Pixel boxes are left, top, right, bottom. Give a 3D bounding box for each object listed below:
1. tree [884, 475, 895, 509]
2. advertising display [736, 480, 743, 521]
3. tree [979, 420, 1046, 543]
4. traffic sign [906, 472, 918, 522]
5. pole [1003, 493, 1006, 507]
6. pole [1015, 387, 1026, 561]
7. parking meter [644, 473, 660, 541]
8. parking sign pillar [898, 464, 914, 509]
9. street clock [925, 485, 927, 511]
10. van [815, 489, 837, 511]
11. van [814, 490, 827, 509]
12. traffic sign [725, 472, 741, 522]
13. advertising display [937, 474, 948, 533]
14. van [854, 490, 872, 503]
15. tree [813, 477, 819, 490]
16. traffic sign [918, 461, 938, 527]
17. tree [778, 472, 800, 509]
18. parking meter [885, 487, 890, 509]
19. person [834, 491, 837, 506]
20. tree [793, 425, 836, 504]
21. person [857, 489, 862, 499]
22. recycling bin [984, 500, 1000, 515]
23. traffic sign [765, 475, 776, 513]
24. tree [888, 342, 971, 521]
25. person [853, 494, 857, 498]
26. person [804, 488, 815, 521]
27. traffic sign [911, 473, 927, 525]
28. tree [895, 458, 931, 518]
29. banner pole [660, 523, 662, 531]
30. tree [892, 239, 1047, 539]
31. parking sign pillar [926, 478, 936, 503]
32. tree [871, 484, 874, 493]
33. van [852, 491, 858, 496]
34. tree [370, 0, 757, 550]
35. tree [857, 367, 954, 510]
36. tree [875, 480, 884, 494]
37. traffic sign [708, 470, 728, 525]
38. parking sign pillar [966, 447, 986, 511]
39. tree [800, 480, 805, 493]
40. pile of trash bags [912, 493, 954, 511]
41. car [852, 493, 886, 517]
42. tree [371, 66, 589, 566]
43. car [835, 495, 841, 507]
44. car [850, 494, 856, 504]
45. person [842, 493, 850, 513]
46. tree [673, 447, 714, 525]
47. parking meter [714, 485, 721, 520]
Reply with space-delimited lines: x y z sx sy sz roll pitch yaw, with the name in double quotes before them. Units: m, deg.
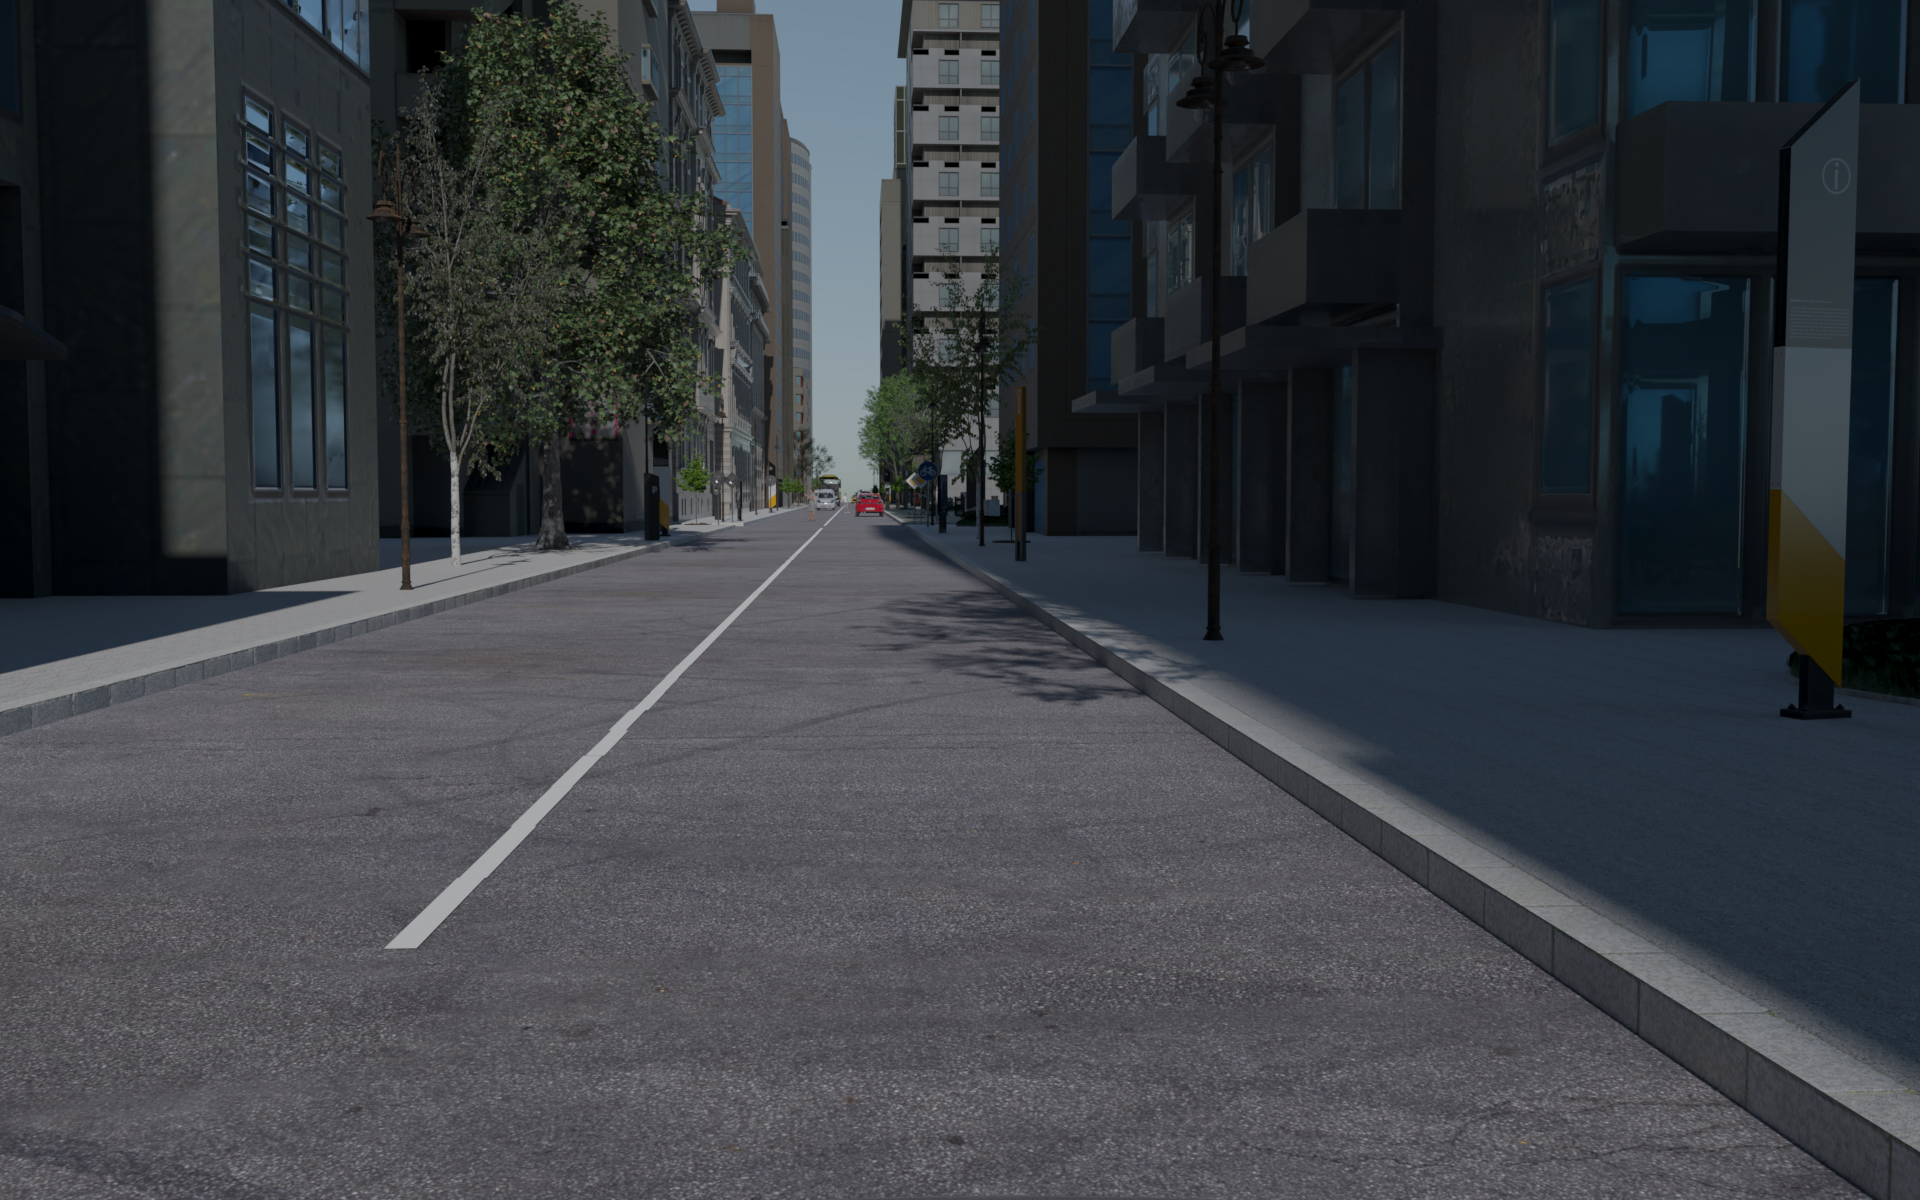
"tree" -5.179 -9.510 150.083 1.663 3.219 1.824 0 3 0
"advertising display" -10.509 -4.728 82.518 0.123 1.923 0.974 -1 4 -17
"tree" 1.382 -3.115 45.525 1.663 3.219 1.824 0 3 0
"traffic sign" -2.082 -4.626 79.277 0.795 2.450 0.064 0 4 -3
"pole" 3.033 -7.593 117.986 0.158 3.312 0.155 0 3 0
"pole" 1.159 -2.394 32.991 0.158 3.312 0.155 0 3 0
"parking meter" -8.490 -2.572 47.756 0.255 1.863 0.399 3 4 39
"parking sign pillar" -4.485 -9.652 146.287 1.447 3.967 1.447 0 4 6
"street clock" -2.597 -7.642 129.523 0.358 2.002 0.471 -1 4 -16
"van" -11.782 -8.888 152.329 2.013 2.044 4.112 0 4 -3
"van" -13.773 -9.889 168.695 2.013 2.044 4.112 0 4 -3
"traffic sign" -10.363 -4.597 78.804 0.795 2.450 0.064 0 4 -3
"advertising display" -0.575 -3.181 57.224 0.123 1.923 0.974 1 4 13
"van" -9.318 -9.865 168.301 2.013 2.044 4.112 0 4 -5
"tree" -25.688 -20.061 311.710 4.285 4.588 4.351 0 3 0
"traffic sign" -1.245 -4.090 66.983 0.768 2.556 0.104 0 3 0
"tree" -15.347 -9.678 152.828 1.663 3.219 1.824 0 3 0
"parking meter" -6.190 -8.675 147.548 0.399 1.863 0.255 0 4 2
"person" -15.159 -12.438 211.496 0.705 1.869 1.348 0 4 -5
"tree" -20.709 -18.150 231.170 8.767 10.594 7.601 -1 4 -11
"person" -8.573 -8.592 148.841 0.638 1.841 0.748 -2 4 -24
"recycling bin" 1.356 -4.126 80.016 0.722 1.027 0.722 -3 4 -36
"traffic sign" -12.699 -7.095 116.113 0.768 2.556 0.104 0 4 0
"tree" -1.200 -8.124 83.191 4.360 8.622 3.978 0 3 0
"person" -13.485 -13.497 229.200 1.348 1.821 0.705 1 4 11
"person" -8.054 -5.130 92.727 0.532 1.782 0.716 -2 4 -33
"traffic sign" -1.605 -4.138 71.307 0.795 2.450 0.064 0 4 -3
"tree" -2.396 -6.027 93.136 1.663 3.219 1.824 0 3 0
"banner pole" -10.206 -4.255 59.583 0.401 3.779 0.863 -3 4 -37
"tree" 0.298 -6.060 49.439 4.737 8.622 4.395 0 3 0
"parking sign pillar" -2.725 -10.051 152.801 1.447 3.967 1.447 0 4 2
"tree" -14.936 -18.990 305.089 1.663 3.219 1.824 0 3 0
"van" -16.329 -16.576 278.035 2.013 2.044 4.112 0 4 -4
"tree" -9.465 -7.502 39.671 9.611 12.733 9.660 0 3 0
"tree" -4.282 -13.111 140.124 9.928 11.665 9.643 0 3 0
"tree" -8.343 -12.624 201.001 1.663 3.219 1.824 0 3 0
"traffic sign" -9.885 -4.110 70.833 0.795 2.450 0.064 0 4 -3
"parking sign pillar" 0.885 -6.620 96.715 1.447 3.967 1.447 -2 4 -35
"tree" -17.547 -11.675 185.480 1.663 3.219 1.824 0 3 0
"pile of trash bags" -1.956 -7.462 131.748 3.447 1.369 1.912 1 4 11
"car" -5.799 -6.225 110.812 2.155 1.783 4.494 0 4 -4
"tree" -8.820 -4.927 30.923 4.360 8.622 3.978 0 3 0
"car" -14.598 -11.378 198.606 1.945 1.354 3.894 0 4 -4
"car" -15.339 -15.159 258.078 2.015 1.641 3.980 0 4 -4
"person" -8.627 -7.331 130.962 0.523 1.515 0.503 1 4 22
"tree" -10.992 -4.742 72.140 1.663 3.219 1.824 0 3 0
"parking meter" -12.005 -4.901 85.840 0.255 1.863 0.399 1 4 8
